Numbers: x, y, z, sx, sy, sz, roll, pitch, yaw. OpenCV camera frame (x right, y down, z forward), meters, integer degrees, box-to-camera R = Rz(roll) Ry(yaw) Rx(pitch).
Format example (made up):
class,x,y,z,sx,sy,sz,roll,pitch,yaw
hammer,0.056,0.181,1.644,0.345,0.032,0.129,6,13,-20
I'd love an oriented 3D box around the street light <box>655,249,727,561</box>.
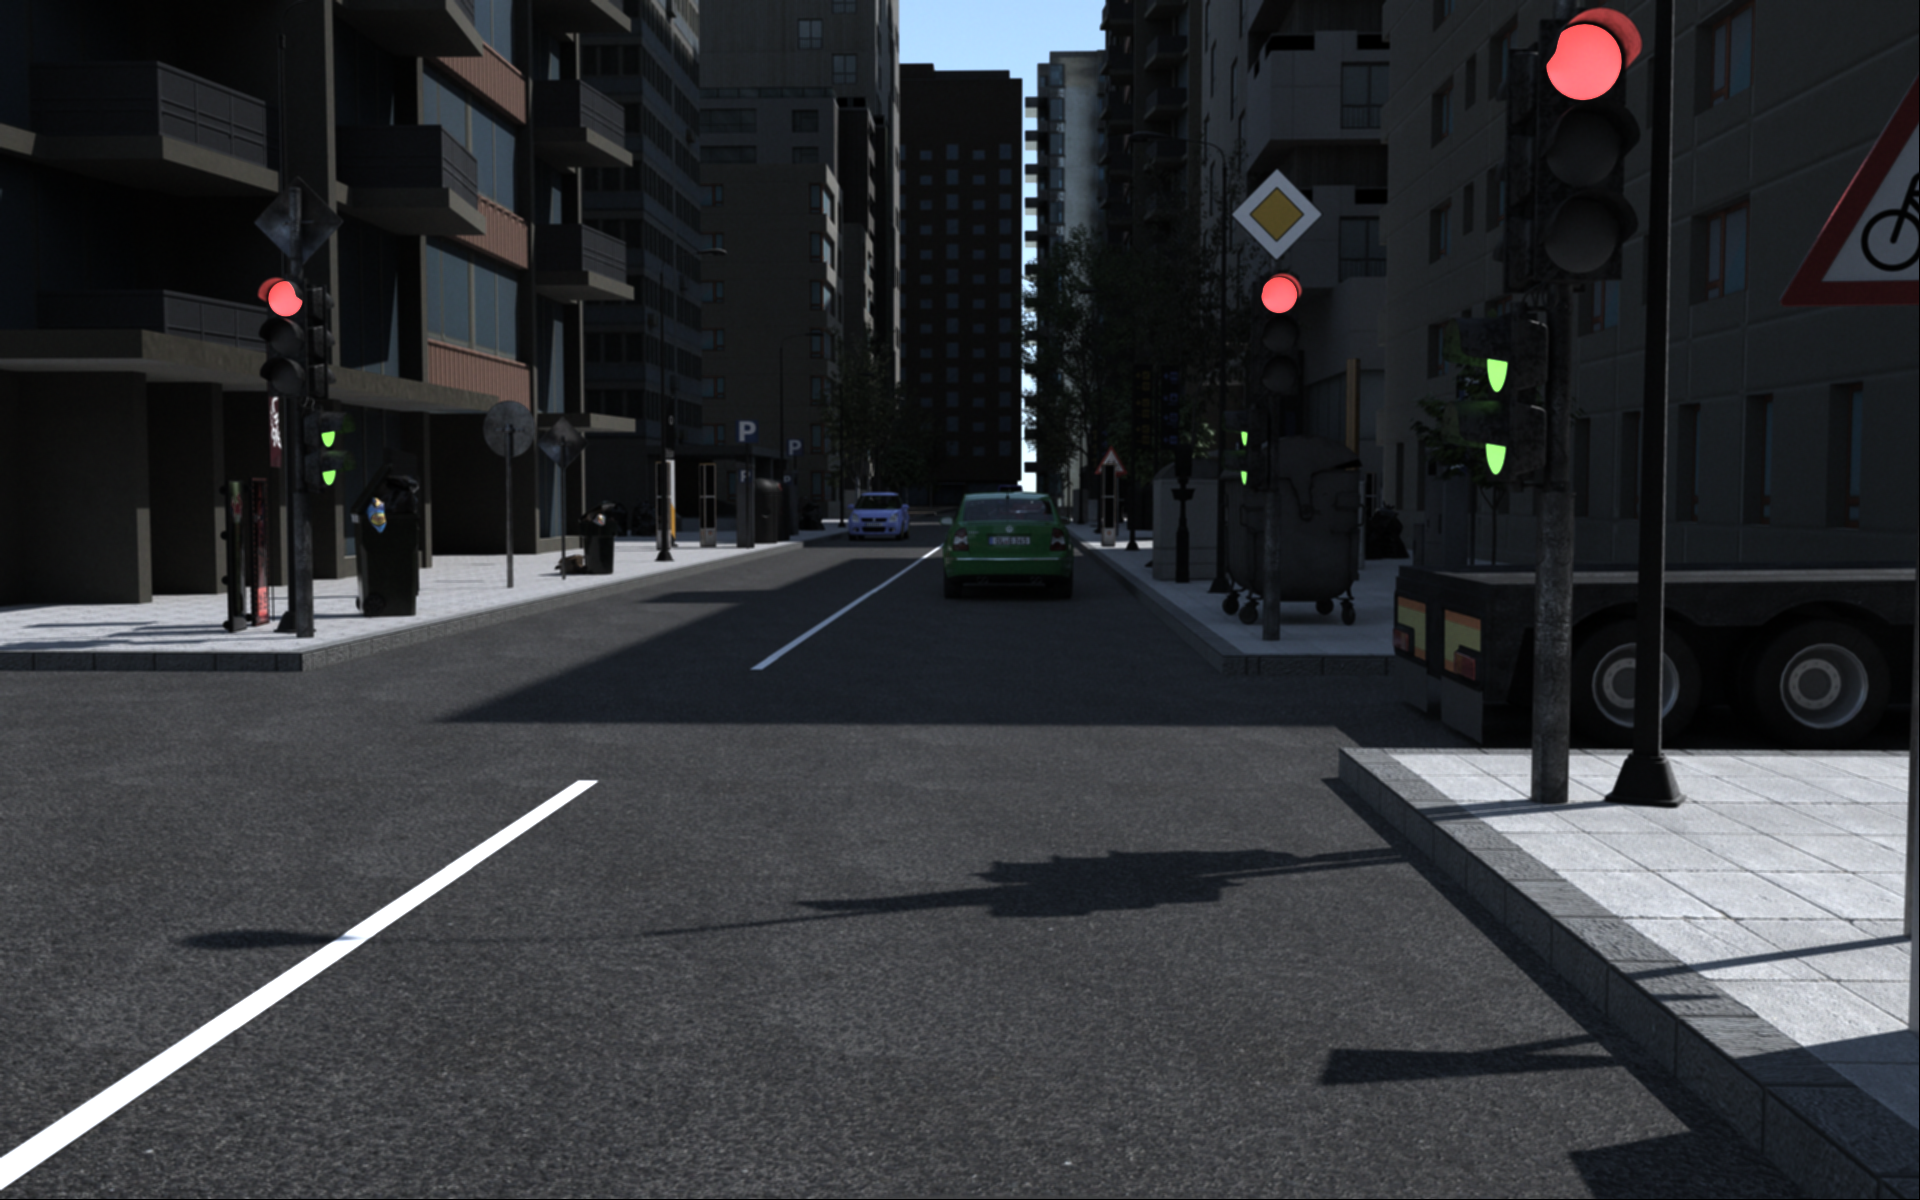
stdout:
class,x,y,z,sx,sy,sz,roll,pitch,yaw
street light,-5.119,-3.696,32.973,1.470,5.913,1.316,0,4,2

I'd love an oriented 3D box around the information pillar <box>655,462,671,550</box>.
class,x,y,z,sx,sy,sz,roll,pitch,yaw
information pillar,-6.773,-2.145,39.555,0.304,2.012,0.304,0,4,-2

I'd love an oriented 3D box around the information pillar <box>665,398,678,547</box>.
class,x,y,z,sx,sy,sz,roll,pitch,yaw
information pillar,-7.053,-3.094,41.940,0.183,3.616,0.504,1,4,20

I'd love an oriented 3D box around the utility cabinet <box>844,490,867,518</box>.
class,x,y,z,sx,sy,sz,roll,pitch,yaw
utility cabinet,-5.445,-5.018,90.715,1.173,1.500,0.318,0,4,8

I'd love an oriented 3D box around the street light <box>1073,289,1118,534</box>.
class,x,y,z,sx,sy,sz,roll,pitch,yaw
street light,3.384,-4.082,39.283,1.470,5.913,1.316,0,4,2

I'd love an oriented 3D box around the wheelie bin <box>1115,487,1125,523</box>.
class,x,y,z,sx,sy,sz,roll,pitch,yaw
wheelie bin,6.805,-4.202,76.615,0.980,1.594,0.693,-3,4,-38

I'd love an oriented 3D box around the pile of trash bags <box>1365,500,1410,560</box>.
class,x,y,z,sx,sy,sz,roll,pitch,yaw
pile of trash bags,7.569,-1.571,35.443,1.912,1.369,3.447,-2,4,-28

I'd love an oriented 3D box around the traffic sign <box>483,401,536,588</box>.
class,x,y,z,sx,sy,sz,roll,pitch,yaw
traffic sign,-6.163,-1.440,23.656,0.768,2.556,0.104,1,4,10

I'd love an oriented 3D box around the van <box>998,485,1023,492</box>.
class,x,y,z,sx,sy,sz,roll,pitch,yaw
van,3.478,-7.109,120.609,2.240,2.365,5.245,0,4,1

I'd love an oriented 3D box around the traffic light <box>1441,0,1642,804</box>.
class,x,y,z,sx,sy,sz,roll,pitch,yaw
traffic light,2.443,-1.113,7.119,0.839,4.253,0.868,0,4,2

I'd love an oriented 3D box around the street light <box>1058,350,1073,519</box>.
class,x,y,z,sx,sy,sz,roll,pitch,yaw
street light,4.003,-5.108,56.055,1.470,5.913,1.316,0,4,2

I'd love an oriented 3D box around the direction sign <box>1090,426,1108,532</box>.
class,x,y,z,sx,sy,sz,roll,pitch,yaw
direction sign,4.676,-4.053,58.266,0.876,3.537,0.379,-3,5,-44

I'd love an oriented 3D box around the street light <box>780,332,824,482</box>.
class,x,y,z,sx,sy,sz,roll,pitch,yaw
street light,-4.586,-4.723,49.761,1.470,5.913,1.316,0,4,2

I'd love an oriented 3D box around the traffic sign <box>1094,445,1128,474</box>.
class,x,y,z,sx,sy,sz,roll,pitch,yaw
traffic sign,4.026,-2.825,46.188,0.884,2.594,0.081,0,4,4

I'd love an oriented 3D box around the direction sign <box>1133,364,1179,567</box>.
class,x,y,z,sx,sy,sz,roll,pitch,yaw
direction sign,3.440,-2.349,30.402,0.876,3.537,0.379,-1,4,-20

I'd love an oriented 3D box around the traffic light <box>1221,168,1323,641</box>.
class,x,y,z,sx,sy,sz,roll,pitch,yaw
traffic light,2.716,-1.601,15.099,0.839,4.253,0.868,0,4,2

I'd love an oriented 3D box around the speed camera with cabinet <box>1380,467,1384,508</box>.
class,x,y,z,sx,sy,sz,roll,pitch,yaw
speed camera with cabinet,13.812,-3.746,55.586,0.660,3.252,2.038,1,4,13

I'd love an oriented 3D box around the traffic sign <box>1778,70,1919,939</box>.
class,x,y,z,sx,sy,sz,roll,pitch,yaw
traffic sign,2.767,-0.302,4.938,0.884,2.594,0.081,0,4,5

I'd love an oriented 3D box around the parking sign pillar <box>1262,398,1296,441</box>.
class,x,y,z,sx,sy,sz,roll,pitch,yaw
parking sign pillar,7.557,-3.248,41.569,1.447,3.967,1.447,-1,4,-15

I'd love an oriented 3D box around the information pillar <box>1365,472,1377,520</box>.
class,x,y,z,sx,sy,sz,roll,pitch,yaw
information pillar,13.997,-3.335,59.019,0.304,2.012,0.304,3,4,36

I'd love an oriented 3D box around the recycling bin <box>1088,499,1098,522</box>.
class,x,y,z,sx,sy,sz,roll,pitch,yaw
recycling bin,6.470,-4.204,81.290,0.722,1.027,0.722,-2,4,-35

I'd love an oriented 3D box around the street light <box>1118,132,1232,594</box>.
class,x,y,z,sx,sy,sz,roll,pitch,yaw
street light,2.850,-3.047,22.363,1.470,5.913,1.316,0,4,2

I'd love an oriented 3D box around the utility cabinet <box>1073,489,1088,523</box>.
class,x,y,z,sx,sy,sz,roll,pitch,yaw
utility cabinet,5.251,-4.094,75.623,0.318,1.500,1.173,2,4,24

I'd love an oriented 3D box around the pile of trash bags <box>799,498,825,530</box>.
class,x,y,z,sx,sy,sz,roll,pitch,yaw
pile of trash bags,-5.955,-3.214,62.299,1.912,1.369,3.447,-1,4,-12

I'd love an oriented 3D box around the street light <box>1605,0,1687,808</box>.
class,x,y,z,sx,sy,sz,roll,pitch,yaw
street light,2.334,-2.114,7.104,1.470,5.913,1.316,0,4,2

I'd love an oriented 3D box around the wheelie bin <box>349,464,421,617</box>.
class,x,y,z,sx,sy,sz,roll,pitch,yaw
wheelie bin,-6.070,-0.639,18.350,0.693,1.594,0.980,-2,4,-25

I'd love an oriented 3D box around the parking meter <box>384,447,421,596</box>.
class,x,y,z,sx,sy,sz,roll,pitch,yaw
parking meter,-7.023,-0.986,21.828,0.399,1.863,0.255,-2,4,-31

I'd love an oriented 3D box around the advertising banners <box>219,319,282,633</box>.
class,x,y,z,sx,sy,sz,roll,pitch,yaw
advertising banners,-6.852,-1.264,16.851,0.090,3.025,2.074,0,4,-7

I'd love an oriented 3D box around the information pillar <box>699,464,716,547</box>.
class,x,y,z,sx,sy,sz,roll,pitch,yaw
information pillar,-6.100,-2.287,41.883,0.304,2.012,0.304,-2,4,-31

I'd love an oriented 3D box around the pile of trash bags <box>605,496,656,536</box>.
class,x,y,z,sx,sy,sz,roll,pitch,yaw
pile of trash bags,-10.787,-2.639,52.903,3.447,1.369,1.912,-1,4,-8

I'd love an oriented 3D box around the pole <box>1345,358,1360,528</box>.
class,x,y,z,sx,sy,sz,roll,pitch,yaw
pole,5.930,-1.979,26.199,0.158,3.312,0.155,0,3,0

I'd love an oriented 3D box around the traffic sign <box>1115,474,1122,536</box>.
class,x,y,z,sx,sy,sz,roll,pitch,yaw
traffic sign,4.784,-3.212,52.621,0.768,2.556,0.104,0,4,4

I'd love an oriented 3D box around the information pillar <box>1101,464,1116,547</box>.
class,x,y,z,sx,sy,sz,roll,pitch,yaw
information pillar,3.617,-2.309,42.245,0.304,2.012,0.304,0,4,-5

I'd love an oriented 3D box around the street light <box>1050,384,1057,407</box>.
class,x,y,z,sx,sy,sz,roll,pitch,yaw
street light,4.589,-6.165,73.332,1.470,5.913,1.316,0,4,2

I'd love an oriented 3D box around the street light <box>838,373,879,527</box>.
class,x,y,z,sx,sy,sz,roll,pitch,yaw
street light,-4.008,-5.749,66.534,1.470,5.913,1.316,0,4,2

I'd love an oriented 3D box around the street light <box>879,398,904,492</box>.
class,x,y,z,sx,sy,sz,roll,pitch,yaw
street light,-3.383,-6.803,83.774,1.470,5.913,1.316,0,4,2

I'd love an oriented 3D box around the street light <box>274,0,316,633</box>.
class,x,y,z,sx,sy,sz,roll,pitch,yaw
street light,-5.653,-2.653,15.923,1.470,5.913,1.316,0,4,2

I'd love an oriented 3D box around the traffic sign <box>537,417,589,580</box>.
class,x,y,z,sx,sy,sz,roll,pitch,yaw
traffic sign,-5.936,-1.511,25.892,0.795,2.450,0.064,0,4,4

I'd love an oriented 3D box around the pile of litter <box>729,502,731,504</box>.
class,x,y,z,sx,sy,sz,roll,pitch,yaw
pile of litter,-12.105,-4.589,89.000,1.176,0.858,1.719,0,4,-4

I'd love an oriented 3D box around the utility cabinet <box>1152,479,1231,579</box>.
class,x,y,z,sx,sy,sz,roll,pitch,yaw
utility cabinet,3.475,-1.055,25.924,1.173,1.500,0.318,-1,4,-19

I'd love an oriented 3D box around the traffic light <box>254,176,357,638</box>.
class,x,y,z,sx,sy,sz,roll,pitch,yaw
traffic light,-5.841,-1.618,15.375,0.839,4.253,0.868,0,4,2
